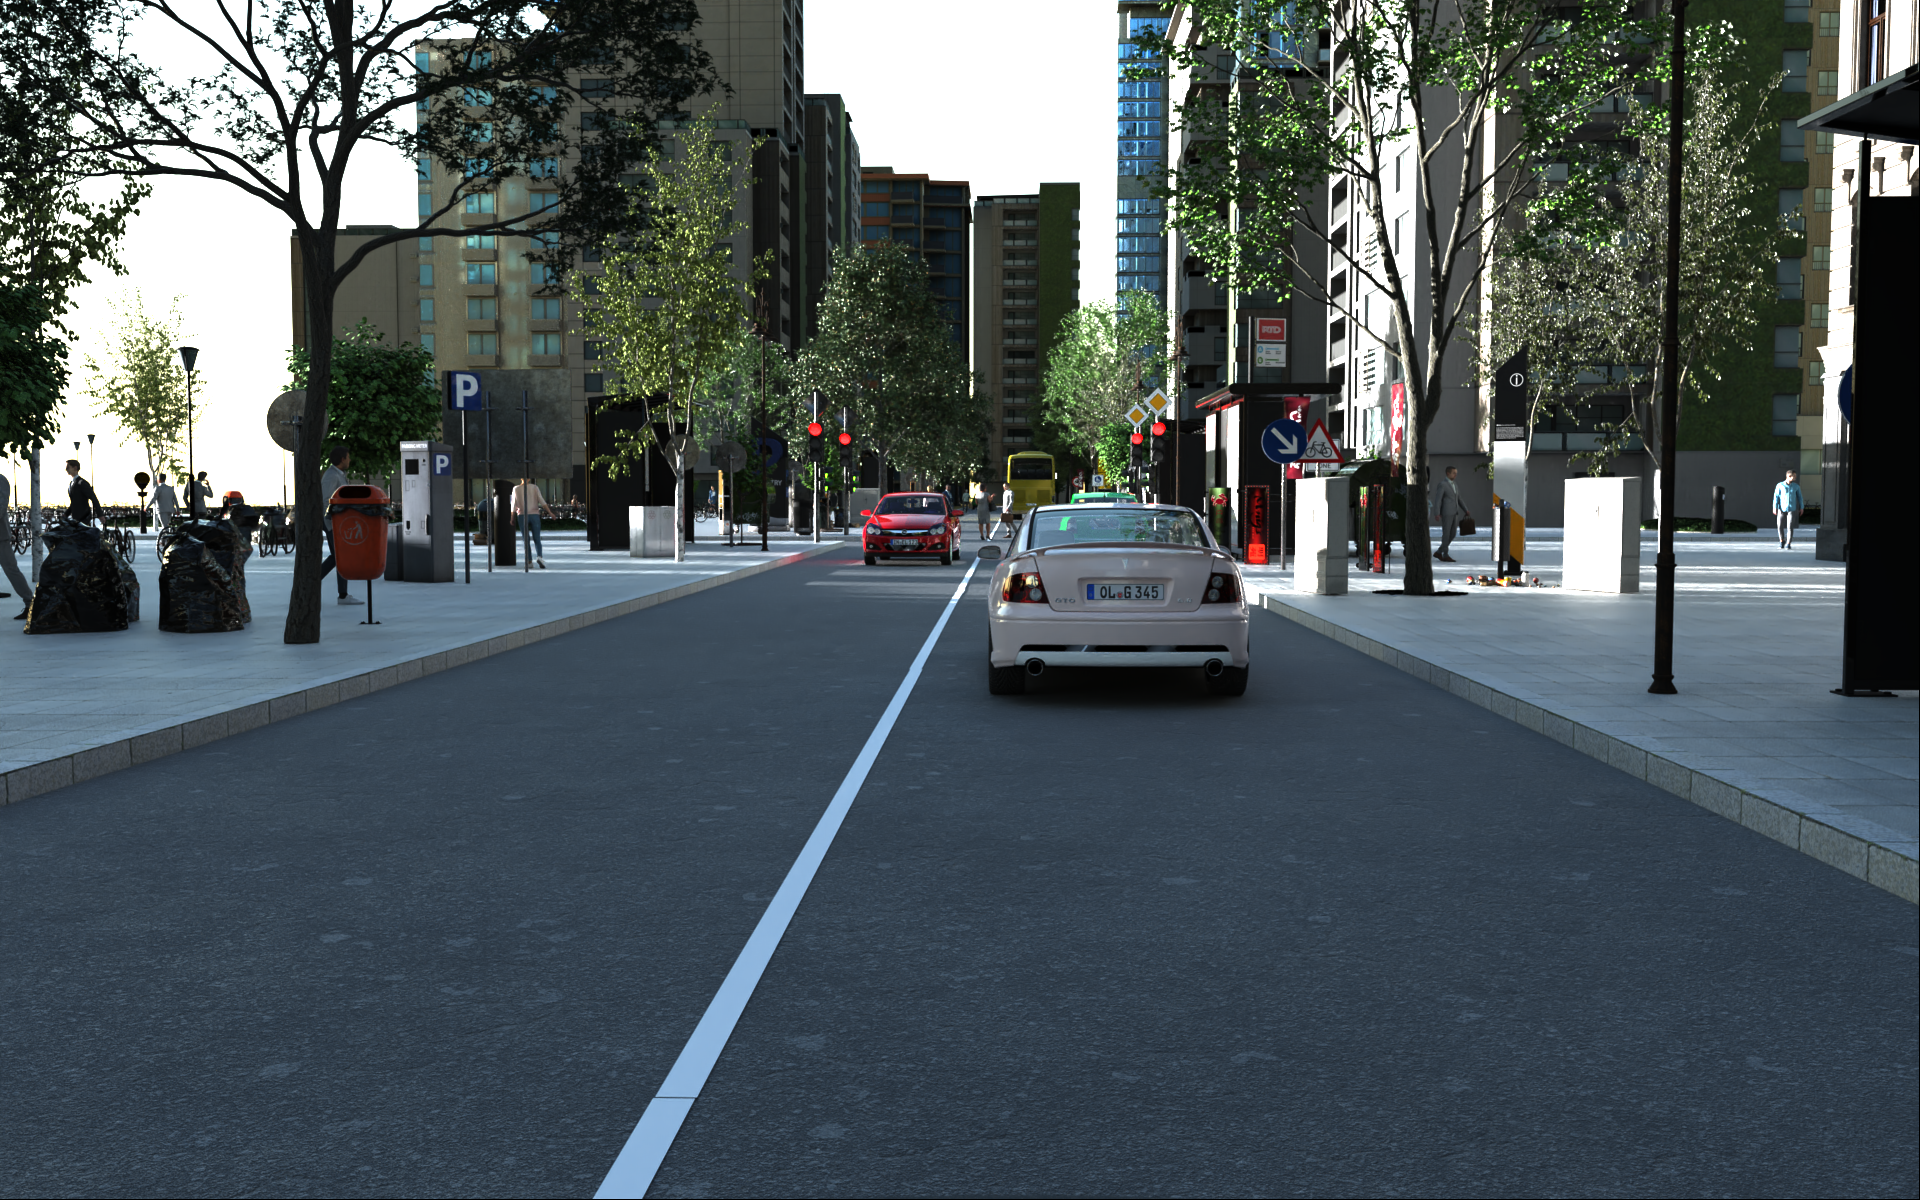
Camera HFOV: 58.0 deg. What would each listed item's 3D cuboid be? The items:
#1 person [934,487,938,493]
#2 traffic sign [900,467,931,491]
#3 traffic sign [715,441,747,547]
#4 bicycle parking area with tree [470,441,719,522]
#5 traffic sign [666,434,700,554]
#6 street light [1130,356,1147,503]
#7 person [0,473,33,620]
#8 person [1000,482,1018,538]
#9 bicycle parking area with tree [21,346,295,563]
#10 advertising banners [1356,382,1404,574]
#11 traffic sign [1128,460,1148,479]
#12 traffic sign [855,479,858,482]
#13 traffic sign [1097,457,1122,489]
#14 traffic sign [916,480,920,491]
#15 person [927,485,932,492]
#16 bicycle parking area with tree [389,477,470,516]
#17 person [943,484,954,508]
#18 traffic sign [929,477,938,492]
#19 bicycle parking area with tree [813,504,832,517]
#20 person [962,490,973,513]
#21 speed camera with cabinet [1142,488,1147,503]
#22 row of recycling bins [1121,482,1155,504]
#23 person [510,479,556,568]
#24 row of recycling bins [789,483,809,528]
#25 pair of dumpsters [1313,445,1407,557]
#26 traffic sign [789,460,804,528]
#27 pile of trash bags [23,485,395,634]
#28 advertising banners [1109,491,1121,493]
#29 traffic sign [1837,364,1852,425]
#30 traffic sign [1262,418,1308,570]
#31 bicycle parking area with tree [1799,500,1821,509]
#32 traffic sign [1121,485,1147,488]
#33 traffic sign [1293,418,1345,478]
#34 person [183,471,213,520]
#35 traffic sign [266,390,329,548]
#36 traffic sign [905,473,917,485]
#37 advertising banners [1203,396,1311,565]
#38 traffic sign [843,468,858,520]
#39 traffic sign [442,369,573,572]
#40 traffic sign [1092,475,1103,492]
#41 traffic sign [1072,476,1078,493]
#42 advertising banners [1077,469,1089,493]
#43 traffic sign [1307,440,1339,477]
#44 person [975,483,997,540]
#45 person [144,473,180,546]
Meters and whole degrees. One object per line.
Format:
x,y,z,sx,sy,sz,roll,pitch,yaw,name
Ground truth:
-1.270,-4.956,89.719,0.419,1.800,0.721,0,4,-8,person
-3.319,-8.248,128.729,2.265,3.308,0.079,0,4,6,traffic sign
-5.518,-2.546,41.730,0.768,2.556,0.104,0,4,6,traffic sign
-15.123,-5.432,75.815,9.016,4.147,8.231,1,4,16,bicycle parking area with tree
-5.931,-2.257,37.012,0.768,2.556,0.104,1,4,11,traffic sign
5.990,-5.234,58.359,0.468,5.910,1.993,0,4,2,street light
-9.799,-0.689,17.580,0.678,1.792,0.850,3,5,40,person
1.566,-2.923,56.413,0.853,1.813,0.709,-2,4,-32,person
-17.629,-2.840,33.439,8.231,4.147,9.016,1,4,8,bicycle parking area with tree
6.822,-1.955,28.152,0.090,3.025,2.074,0,4,-5,advertising banners
6.459,-3.831,62.751,0.768,2.556,0.104,0,4,3,traffic sign
-5.952,-5.849,95.630,0.884,2.594,0.081,0,4,4,traffic sign
8.605,-6.155,94.510,2.265,3.308,0.079,0,4,3,traffic sign
-2.962,-7.764,126.946,0.884,2.594,0.081,1,4,9,traffic sign
-0.922,-3.242,62.184,0.731,1.740,0.598,-1,4,-20,person
-26.466,-5.314,73.884,8.231,4.147,9.016,2,4,29,bicycle parking area with tree
-0.481,-3.521,66.256,0.419,1.800,0.721,2,4,25,person
-1.805,-7.337,120.070,0.768,2.556,0.104,0,4,4,traffic sign
-11.117,-6.612,95.103,9.016,4.147,8.231,0,4,5,bicycle parking area with tree
0.555,-7.346,129.093,0.782,1.767,0.515,-1,4,-14,person
8.016,-4.787,72.611,0.660,3.252,2.038,0,4,-2,speed camera with cabinet
7.370,-3.277,60.687,3.534,1.692,1.069,1,4,14,row of recycling bins
-7.344,-1.419,29.920,0.731,1.740,0.598,-2,4,-30,person
-6.393,-3.693,67.485,1.069,1.692,3.534,0,4,-6,row of recycling bins
8.545,-2.097,36.785,1.574,2.255,4.437,0,4,2,pair of dumpsters
-6.283,-3.995,65.423,0.768,2.556,0.104,0,4,5,traffic sign
-7.219,-0.429,16.766,3.447,1.369,1.912,0,4,-3,pile of trash bags
8.433,-6.084,95.654,2.074,3.025,0.090,3,4,38,advertising banners
8.250,-0.948,15.598,0.768,2.556,0.104,0,4,3,traffic sign
5.473,-1.782,29.246,0.768,2.556,0.104,1,4,10,traffic sign
48.649,-7.443,108.693,9.016,4.147,8.231,0,4,5,bicycle parking area with tree
7.723,-4.712,70.914,2.265,3.308,0.079,1,4,9,traffic sign
6.157,-1.822,29.792,0.884,2.594,0.081,0,4,5,traffic sign
-17.258,-2.020,39.252,0.592,1.802,0.473,2,4,24,person
-8.102,-1.289,21.188,0.768,2.556,0.104,0,4,2,traffic sign
-2.956,-6.451,105.574,0.768,2.556,0.104,0,4,2,traffic sign
5.374,-2.155,31.419,2.074,3.025,0.090,2,4,35,advertising banners
-5.433,-5.219,85.429,0.768,2.556,0.104,0,4,3,traffic sign
-7.418,-2.108,28.347,2.265,3.308,0.079,1,4,11,traffic sign
7.309,-5.488,91.860,0.606,2.300,0.079,0,4,4,traffic sign
8.465,-7.646,125.123,0.768,2.556,0.104,1,4,9,traffic sign
9.042,-7.567,119.912,2.074,3.025,0.090,-1,4,-18,advertising banners
6.746,-1.841,32.237,0.606,2.300,0.079,0,4,7,traffic sign
0.856,-2.760,53.986,0.716,1.782,0.532,2,4,27,person
-19.390,-2.195,42.206,0.850,1.792,0.678,2,4,28,person
